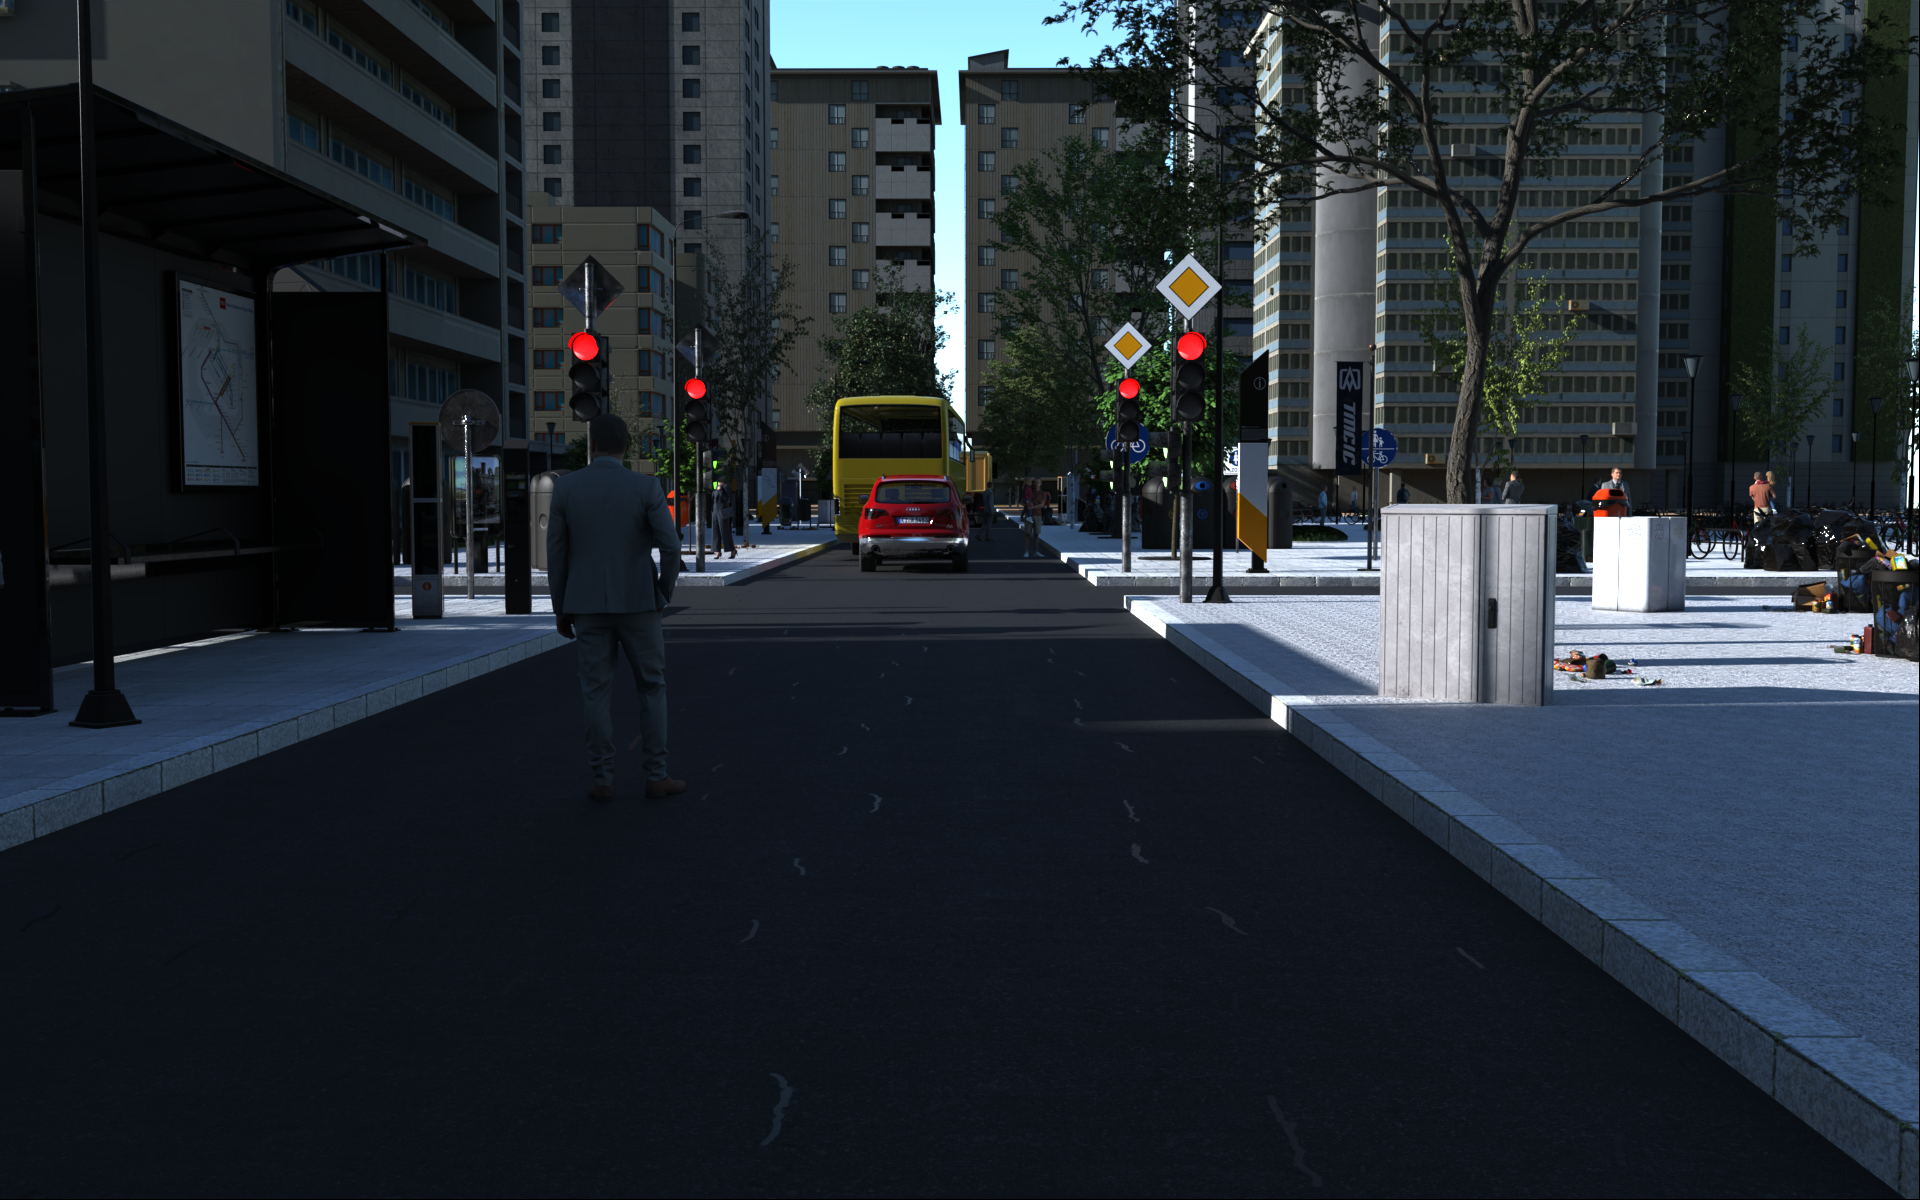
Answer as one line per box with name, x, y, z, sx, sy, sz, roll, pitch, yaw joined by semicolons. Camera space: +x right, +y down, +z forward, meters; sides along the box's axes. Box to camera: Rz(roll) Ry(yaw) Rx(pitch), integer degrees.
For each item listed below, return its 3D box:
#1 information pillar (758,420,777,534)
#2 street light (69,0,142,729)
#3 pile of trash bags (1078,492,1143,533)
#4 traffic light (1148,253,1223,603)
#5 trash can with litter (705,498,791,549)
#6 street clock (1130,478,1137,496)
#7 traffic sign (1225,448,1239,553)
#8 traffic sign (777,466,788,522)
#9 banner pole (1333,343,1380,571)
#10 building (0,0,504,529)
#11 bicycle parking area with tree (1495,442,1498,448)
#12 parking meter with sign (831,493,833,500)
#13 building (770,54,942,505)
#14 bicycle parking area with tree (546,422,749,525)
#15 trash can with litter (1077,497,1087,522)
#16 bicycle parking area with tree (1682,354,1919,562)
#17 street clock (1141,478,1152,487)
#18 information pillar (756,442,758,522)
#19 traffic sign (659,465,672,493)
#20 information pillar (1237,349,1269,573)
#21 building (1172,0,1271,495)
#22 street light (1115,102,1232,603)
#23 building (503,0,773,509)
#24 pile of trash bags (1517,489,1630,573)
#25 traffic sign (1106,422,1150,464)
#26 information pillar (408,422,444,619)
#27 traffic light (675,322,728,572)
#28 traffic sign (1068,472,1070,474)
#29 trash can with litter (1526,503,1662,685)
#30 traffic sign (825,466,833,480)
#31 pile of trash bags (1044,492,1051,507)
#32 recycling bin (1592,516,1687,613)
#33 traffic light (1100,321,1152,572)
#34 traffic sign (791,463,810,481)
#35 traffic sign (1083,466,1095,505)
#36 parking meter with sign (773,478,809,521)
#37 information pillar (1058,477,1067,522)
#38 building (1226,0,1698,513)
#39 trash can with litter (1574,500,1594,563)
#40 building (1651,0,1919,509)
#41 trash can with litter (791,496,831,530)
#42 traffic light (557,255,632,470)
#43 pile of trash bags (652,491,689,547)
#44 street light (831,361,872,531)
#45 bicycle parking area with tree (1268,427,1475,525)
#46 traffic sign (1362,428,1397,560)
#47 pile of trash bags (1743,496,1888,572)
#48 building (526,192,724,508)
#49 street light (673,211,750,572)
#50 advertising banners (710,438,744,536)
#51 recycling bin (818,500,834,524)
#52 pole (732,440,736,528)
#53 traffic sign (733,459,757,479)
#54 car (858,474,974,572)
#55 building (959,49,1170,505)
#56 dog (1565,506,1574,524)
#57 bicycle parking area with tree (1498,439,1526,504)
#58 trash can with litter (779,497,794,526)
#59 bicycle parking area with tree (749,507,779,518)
information pillar;-6.081;-3.897;55.076;0.504;3.616;0.183;0;4;-5
street light;-4.213;-2.257;9.444;1.470;5.913;1.316;0;4;0
pile of trash bags;5.471;-2.948;57.946;1.912;1.369;3.447;-2;4;-28
traffic light;2.647;-1.921;20.326;0.839;4.253;0.868;0;4;0
trash can with litter;-5.355;-1.844;41.207;1.678;1.210;2.233;2;4;23
street clock;7.302;-4.250;74.053;0.471;2.002;0.358;-3;4;-36
traffic sign;6.035;-2.173;37.654;0.606;2.300;0.079;0;4;8
traffic sign;-8.158;-4.794;78.488;0.768;2.556;0.104;0;4;4
banner pole;6.625;-2.374;28.828;0.863;3.779;0.401;-1;4;-11
building;-27.203;-26.174;51.649;21.300;48.544;21.600;0;4;0
bicycle parking area with tree;29.180;-6.502;93.303;9.016;4.147;8.231;2;4;23
parking meter with sign;-5.315;-4.893;76.258;1.738;3.016;0.543;-2;4;-30
building;-14.080;-38.253;214.672;27.495;52.752;28.713;0;4;0
bicycle parking area with tree;-14.375;-5.135;70.962;8.231;4.147;9.016;-2;4;-30
trash can with litter;5.846;-4.228;80.519;1.055;1.170;0.624;1;4;18
bicycle parking area with tree;17.646;-3.020;36.383;8.231;4.147;9.016;0;4;3
street clock;7.859;-4.172;72.785;0.471;2.002;0.358;2;4;26
information pillar;-9.010;-5.331;78.514;0.183;3.616;0.504;3;5;44
traffic sign;-9.315;-3.401;55.715;0.768;2.556;0.104;0;4;5
information pillar;4.760;-2.245;28.054;0.504;3.616;0.183;0;4;-7
building;29.066;-37.203;150.266;21.231;58.520;28.212;0;4;0
street light;2.505;-2.922;20.314;1.470;5.913;1.316;0;4;0
building;-28.093;-43.790;154.212;20.611;71.187;20.563;0;4;0
pile of trash bags;9.682;-1.167;28.839;3.447;1.369;1.912;-1;4;-22
traffic sign;2.872;-1.805;29.620;0.768;2.556;0.104;1;4;9
information pillar;-5.491;-0.816;17.837;0.304;2.012;0.304;-1;4;-13
traffic light;-4.247;-2.412;28.354;0.839;4.253;0.868;0;4;0
traffic sign;6.356;-6.102;99.494;0.795;2.593;0.064;1;4;9
trash can with litter;4.243;-0.096;12.625;1.678;1.210;2.233;-1;4;-9
traffic sign;-4.567;-3.934;64.318;0.884;2.594;0.081;0;4;4
pile of trash bags;5.493;-4.522;83.690;3.447;1.369;1.912;1;4;9
recycling bin;7.510;-0.403;19.148;0.722;1.027;0.722;-2;4;-34
traffic light;2.714;-2.409;28.311;0.839;4.253;0.868;0;4;0
traffic sign;-6.693;-4.455;72.568;0.795;2.593;0.064;0;4;7
traffic sign;5.622;-4.605;75.391;0.768;2.556;0.104;1;4;9
parking meter with sign;-8.014;-5.226;81.703;1.738;3.016;0.543;0;4;8
information pillar;4.338;-4.203;73.208;0.304;2.012;0.304;-2;4;-29
building;34.355;-26.449;124.327;32.217;40.220;23.993;0;4;0
trash can with litter;12.044;-1.288;32.441;0.624;1.170;1.055;-2;4;-33
building;66.201;-37.408;153.619;28.212;58.520;21.231;0;4;0
trash can with litter;-5.879;-3.123;62.119;2.233;1.210;1.678;2;4;24
traffic light;-4.314;-1.923;20.369;0.839;4.253;0.868;0;4;0
pile of trash bags;-7.802;-1.983;42.180;1.912;1.369;3.447;2;4;31
street light;-3.775;-5.373;60.397;1.470;5.913;1.316;0;4;0
bicycle parking area with tree;17.048;-5.449;76.089;9.016;4.147;8.231;3;4;39
traffic sign;8.034;-2.038;33.430;0.768;2.556;0.104;0;4;1
pile of trash bags;15.073;-1.179;29.025;3.447;1.369;1.912;1;4;19
building;-32.197;-16.755;118.988;27.650;21.520;28.899;0;4;0
street light;-4.142;-3.427;28.568;1.470;5.913;1.316;0;4;0
advertising banners;-7.259;-3.538;54.038;0.090;3.025;2.074;-3;5;-39
recycling bin;-5.656;-3.814;74.905;0.722;1.027;0.722;-3;5;-45
pole;-8.530;-4.375;65.380;0.158;3.312;0.155;0;3;0
traffic sign;-7.471;-3.676;60.101;0.884;2.594;0.081;0;4;6
car;-0.858;-1.519;33.516;2.281;1.827;5.304;0;4;0
building;13.700;-38.239;214.452;27.495;52.752;28.713;0;4;0
dog;24.110;-3.293;68.218;0.800;0.831;0.513;-2;4;-29
bicycle parking area with tree;32.012;-5.817;82.107;9.016;4.147;8.231;-2;4;-25
trash can with litter;-6.998;-3.605;70.329;0.624;1.170;1.055;-1;4;-13
bicycle parking area with tree;-13.468;-6.330;90.492;8.231;4.147;9.016;2;4;34
